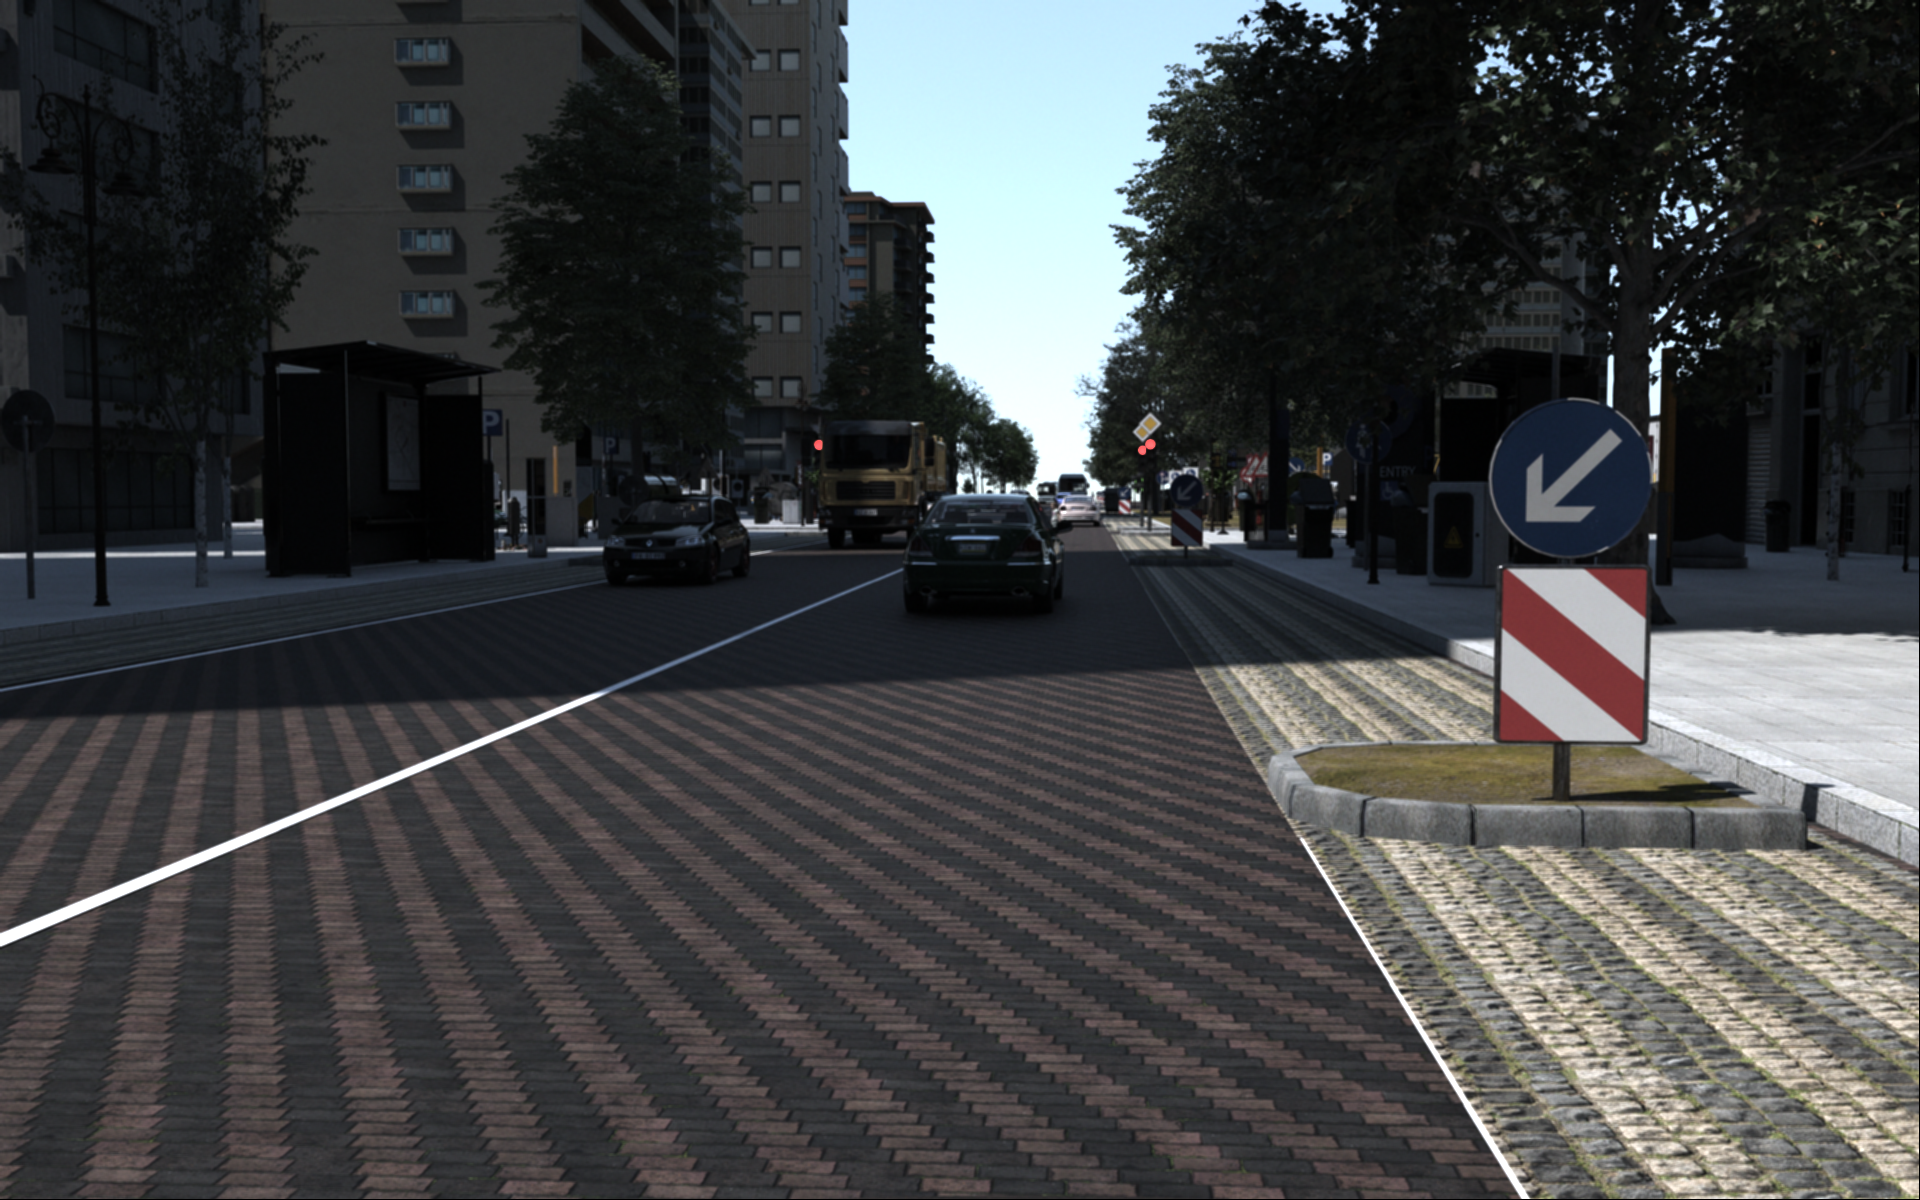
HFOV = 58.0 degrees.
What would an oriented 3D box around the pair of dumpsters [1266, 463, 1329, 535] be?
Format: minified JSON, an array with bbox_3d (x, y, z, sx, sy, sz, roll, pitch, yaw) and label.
[{"bbox_3d":[10.864,-3.263,55.851,1.574,2.255,4.437,0,4,4],"label":"pair of dumpsters"}]

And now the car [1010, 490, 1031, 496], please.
[{"bbox_3d":[5.455,-9.309,160.872,2.281,1.827,5.304,0,4,5],"label":"car"}]

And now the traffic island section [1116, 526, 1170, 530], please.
[{"bbox_3d":[7.117,-2.767,67.529,2.009,0.180,2.903,0,4,4],"label":"traffic island section"}]

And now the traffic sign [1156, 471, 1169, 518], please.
[{"bbox_3d":[11.041,-5.750,94.122,0.768,2.556,0.104,0,4,7],"label":"traffic sign"}]

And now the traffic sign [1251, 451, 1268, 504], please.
[{"bbox_3d":[9.326,-3.238,52.941,0.884,2.594,0.081,0,4,5],"label":"traffic sign"}]

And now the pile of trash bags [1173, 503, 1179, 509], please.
[{"bbox_3d":[18.197,-7.594,133.921,3.447,1.369,1.912,-2,4,-31],"label":"pile of trash bags"}]

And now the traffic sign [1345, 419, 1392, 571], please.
[{"bbox_3d":[6.806,-1.764,28.944,0.768,2.556,0.104,1,4,9],"label":"traffic sign"}]

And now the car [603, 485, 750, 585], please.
[{"bbox_3d":[-4.644,-1.158,28.726,2.009,1.686,4.222,0,4,5],"label":"car"}]

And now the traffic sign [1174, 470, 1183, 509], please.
[{"bbox_3d":[11.398,-5.550,90.841,0.768,2.556,0.104,0,4,7],"label":"traffic sign"}]

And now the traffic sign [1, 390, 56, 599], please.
[{"bbox_3d":[-11.383,-1.287,21.151,0.768,2.556,0.104,1,4,12],"label":"traffic sign"}]

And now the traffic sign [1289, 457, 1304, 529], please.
[{"bbox_3d":[11.429,-3.621,59.308,0.768,2.556,0.104,1,4,10],"label":"traffic sign"}]

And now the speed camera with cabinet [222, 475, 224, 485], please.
[{"bbox_3d":[-35.902,-5.466,83.705,0.660,3.252,2.038,-1,4,-21],"label":"speed camera with cabinet"}]

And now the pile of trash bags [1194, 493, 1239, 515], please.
[{"bbox_3d":[15.804,-5.931,106.726,3.447,1.369,1.912,0,4,-6],"label":"pile of trash bags"}]

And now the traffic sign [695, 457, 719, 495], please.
[{"bbox_3d":[-8.731,-3.654,59.753,0.884,2.594,0.081,1,4,13],"label":"traffic sign"}]

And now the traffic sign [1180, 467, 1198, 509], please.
[{"bbox_3d":[8.852,-3.934,66.453,0.606,2.300,0.079,1,4,13],"label":"traffic sign"}]

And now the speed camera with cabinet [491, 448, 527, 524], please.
[{"bbox_3d":[-19.775,-4.942,75.136,2.038,3.252,0.660,-3,5,-40],"label":"speed camera with cabinet"}]

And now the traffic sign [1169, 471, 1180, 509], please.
[{"bbox_3d":[9.476,-4.530,76.199,0.606,2.300,0.079,1,4,8],"label":"traffic sign"}]

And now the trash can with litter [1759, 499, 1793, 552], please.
[{"bbox_3d":[18.157,-1.659,38.513,0.624,1.170,1.055,2,4,31],"label":"trash can with litter"}]

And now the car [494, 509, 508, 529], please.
[{"bbox_3d":[-19.484,-3.273,65.315,4.920,1.459,2.131,0,4,3],"label":"car"}]

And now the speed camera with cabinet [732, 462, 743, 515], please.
[{"bbox_3d":[-14.499,-6.914,107.387,2.038,3.252,0.660,-1,4,-18],"label":"speed camera with cabinet"}]

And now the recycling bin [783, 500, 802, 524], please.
[{"bbox_3d":[-7.156,-3.755,73.954,0.722,1.027,0.722,0,4,5],"label":"recycling bin"}]

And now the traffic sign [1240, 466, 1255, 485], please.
[{"bbox_3d":[13.002,-4.776,78.186,0.768,2.556,0.104,0,4,8],"label":"traffic sign"}]

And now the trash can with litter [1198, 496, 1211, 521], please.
[{"bbox_3d":[12.954,-5.062,93.819,1.678,1.210,2.233,-1,4,-20],"label":"trash can with litter"}]

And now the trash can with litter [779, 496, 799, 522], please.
[{"bbox_3d":[-7.874,-4.180,79.733,1.055,1.170,0.624,2,4,32],"label":"trash can with litter"}]

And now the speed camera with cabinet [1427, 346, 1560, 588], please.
[{"bbox_3d":[7.399,-1.794,23.670,0.660,3.252,2.038,-3,4,-38],"label":"speed camera with cabinet"}]

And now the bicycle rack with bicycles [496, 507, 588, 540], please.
[{"bbox_3d":[-11.648,-2.187,49.134,2.852,0.926,2.925,2,4,26],"label":"bicycle rack with bicycles"}]

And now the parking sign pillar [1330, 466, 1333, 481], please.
[{"bbox_3d":[20.062,-6.260,90.823,1.447,3.967,1.447,3,5,43],"label":"parking sign pillar"}]

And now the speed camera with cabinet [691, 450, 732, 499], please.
[{"bbox_3d":[-11.438,-5.106,77.813,2.038,3.252,0.660,0,4,6],"label":"speed camera with cabinet"}]

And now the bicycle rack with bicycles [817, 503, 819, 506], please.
[{"bbox_3d":[-9.161,-6.819,124.866,2.925,0.926,2.852,0,4,0],"label":"bicycle rack with bicycles"}]

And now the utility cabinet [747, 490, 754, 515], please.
[{"bbox_3d":[-11.979,-5.741,102.549,1.173,1.500,0.318,0,4,6],"label":"utility cabinet"}]

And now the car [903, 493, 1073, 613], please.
[{"bbox_3d":[0.374,-0.650,22.423,2.131,1.459,4.920,0,4,6],"label":"car"}]

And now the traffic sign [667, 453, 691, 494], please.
[{"bbox_3d":[-8.436,-3.167,51.892,0.768,2.556,0.104,1,4,12],"label":"traffic sign"}]

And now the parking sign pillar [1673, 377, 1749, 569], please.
[{"bbox_3d":[13.033,-2.556,30.267,1.447,3.967,1.447,2,4,32],"label":"parking sign pillar"}]

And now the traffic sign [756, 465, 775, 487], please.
[{"bbox_3d":[-8.701,-4.736,77.435,0.884,2.594,0.081,1,4,8],"label":"traffic sign"}]

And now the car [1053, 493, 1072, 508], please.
[{"bbox_3d":[8.366,-7.889,138.571,1.945,1.707,3.694,0,4,4],"label":"car"}]

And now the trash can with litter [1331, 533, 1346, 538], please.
[{"bbox_3d":[11.371,-2.409,50.447,2.233,1.210,1.678,-1,4,-23],"label":"trash can with litter"}]

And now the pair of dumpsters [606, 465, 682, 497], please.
[{"bbox_3d":[-10.304,-3.302,56.483,1.574,2.255,4.437,0,4,4],"label":"pair of dumpsters"}]

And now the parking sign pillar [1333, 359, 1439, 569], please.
[{"bbox_3d":[7.591,-2.553,30.217,1.447,3.967,1.447,3,5,44],"label":"parking sign pillar"}]

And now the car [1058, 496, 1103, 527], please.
[{"bbox_3d":[5.351,-3.990,77.602,2.083,1.381,4.827,0,4,5],"label":"car"}]

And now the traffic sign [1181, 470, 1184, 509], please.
[{"bbox_3d":[11.813,-5.607,91.776,0.768,2.556,0.104,1,4,11],"label":"traffic sign"}]

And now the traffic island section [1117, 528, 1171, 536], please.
[{"bbox_3d":[6.539,-2.280,59.565,2.009,0.180,2.903,0,4,4],"label":"traffic island section"}]

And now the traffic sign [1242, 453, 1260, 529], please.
[{"bbox_3d":[9.312,-3.336,54.550,0.884,2.594,0.081,0,4,8],"label":"traffic sign"}]

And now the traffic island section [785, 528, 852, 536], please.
[{"bbox_3d":[-4.872,-2.331,60.396,2.009,0.180,2.903,0,4,4],"label":"traffic island section"}]

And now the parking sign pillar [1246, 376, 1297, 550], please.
[{"bbox_3d":[7.405,-3.169,40.290,1.447,3.967,1.447,1,4,11],"label":"parking sign pillar"}]

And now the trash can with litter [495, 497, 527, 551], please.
[{"bbox_3d":[-10.456,-1.769,39.986,1.678,1.210,2.233,0,4,-5],"label":"trash can with litter"}]

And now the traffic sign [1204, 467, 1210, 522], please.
[{"bbox_3d":[11.612,-4.935,80.801,0.768,2.556,0.104,1,4,13],"label":"traffic sign"}]
